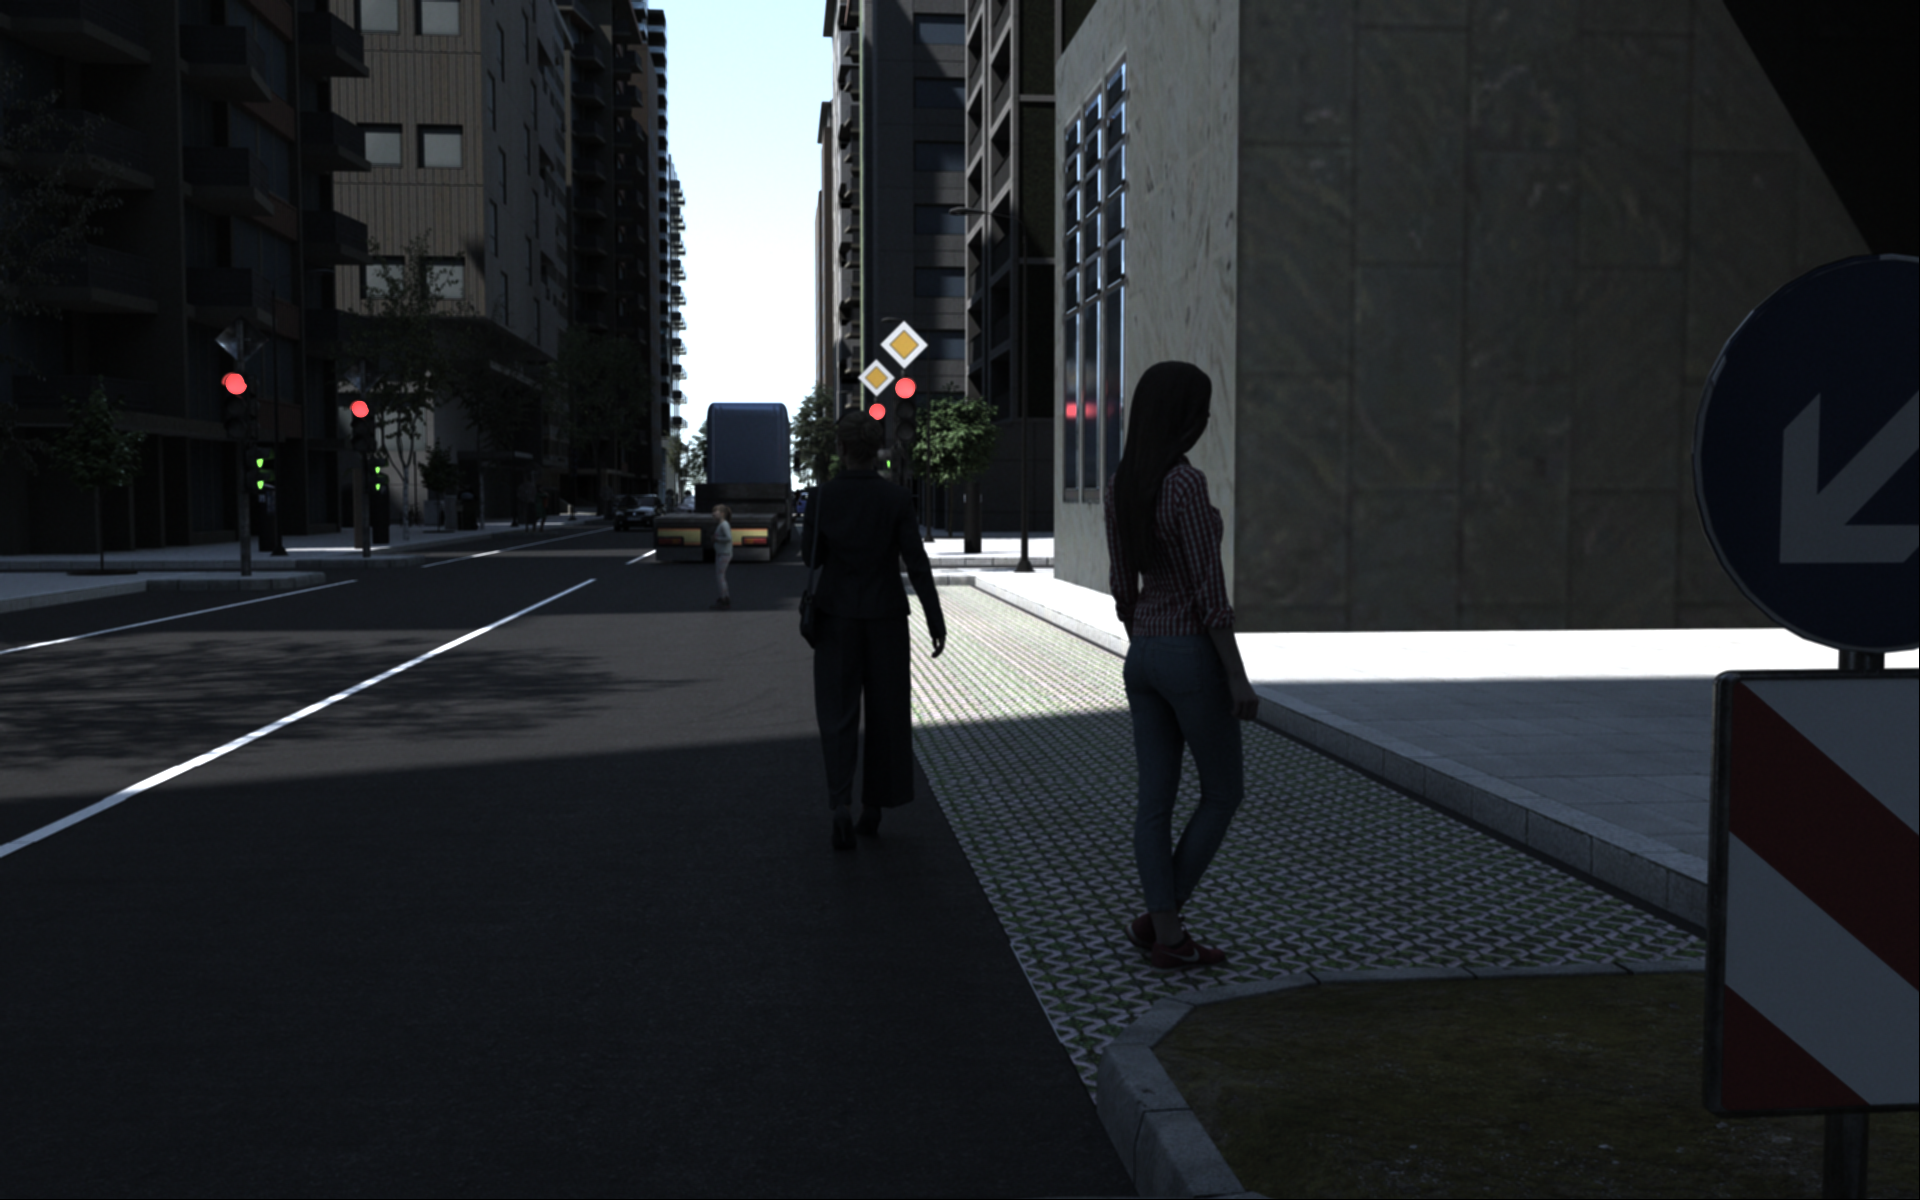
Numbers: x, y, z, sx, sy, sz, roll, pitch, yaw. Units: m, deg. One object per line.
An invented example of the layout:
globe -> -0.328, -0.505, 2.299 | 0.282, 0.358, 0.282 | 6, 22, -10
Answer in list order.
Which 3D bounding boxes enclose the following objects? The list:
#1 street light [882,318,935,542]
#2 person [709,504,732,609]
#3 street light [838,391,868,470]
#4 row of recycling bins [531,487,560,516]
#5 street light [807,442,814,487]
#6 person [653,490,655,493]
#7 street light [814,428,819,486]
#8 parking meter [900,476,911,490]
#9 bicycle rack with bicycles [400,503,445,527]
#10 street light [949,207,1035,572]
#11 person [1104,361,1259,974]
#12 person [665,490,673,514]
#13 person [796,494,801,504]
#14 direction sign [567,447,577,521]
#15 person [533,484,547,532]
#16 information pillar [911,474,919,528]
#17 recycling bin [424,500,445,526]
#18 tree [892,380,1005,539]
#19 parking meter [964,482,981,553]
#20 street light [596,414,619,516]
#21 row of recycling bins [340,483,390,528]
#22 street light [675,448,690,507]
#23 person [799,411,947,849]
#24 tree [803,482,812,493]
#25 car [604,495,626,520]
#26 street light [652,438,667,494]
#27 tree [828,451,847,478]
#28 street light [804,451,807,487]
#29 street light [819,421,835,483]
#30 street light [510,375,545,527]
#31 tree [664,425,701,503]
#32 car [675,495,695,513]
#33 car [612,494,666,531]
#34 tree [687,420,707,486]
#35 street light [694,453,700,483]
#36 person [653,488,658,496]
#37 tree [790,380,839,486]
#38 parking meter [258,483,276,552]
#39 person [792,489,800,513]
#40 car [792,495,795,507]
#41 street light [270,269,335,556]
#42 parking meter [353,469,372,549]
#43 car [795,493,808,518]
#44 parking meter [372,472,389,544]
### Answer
street light -> -1.370, -4.485, 45.876 | 1.470, 5.913, 1.316 | 0, 4, -6
person -> -3.008, -0.549, 21.761 | 0.394, 1.301, 0.425 | -3, 5, -41
street light -> -4.714, -6.472, 78.351 | 1.470, 5.913, 1.316 | 0, 4, -6
row of recycling bins -> -24.880, -5.933, 104.118 | 1.069, 1.692, 3.534 | 0, 4, 5
street light -> -12.664, -11.122, 154.383 | 1.470, 5.913, 1.316 | 0, 4, -6
person -> -22.060, -7.130, 125.795 | 0.721, 1.735, 1.217 | 0, 4, 3
street light -> -9.421, -9.179, 122.617 | 1.470, 5.913, 1.316 | 0, 4, -6
parking meter -> -1.844, -3.170, 57.546 | 0.255, 1.863, 0.399 | 3, 4, 39
bicycle rack with bicycles -> -20.673, -3.335, 67.906 | 2.852, 0.926, 2.925 | 0, 4, -6
street light -> 0.523, -3.409, 28.271 | 1.470, 5.913, 1.316 | 0, 4, -6
person -> 0.669, 0.204, 5.168 | 0.388, 1.821, 0.555 | -3, 5, -41
person -> -17.868, -5.935, 106.548 | 0.522, 1.701, 0.512 | 0, 4, 7
person -> -11.349, -6.814, 123.162 | 0.557, 1.426, 1.065 | 1, 4, 18
direction sign -> -19.245, -5.758, 86.141 | 0.379, 3.537, 0.876 | 1, 4, 13
person -> -15.049, -3.251, 61.900 | 0.529, 1.795, 0.600 | -1, 4, -21
information pillar -> -1.680, -3.700, 64.984 | 0.304, 2.012, 0.304 | 0, 4, -1
recycling bin -> -21.203, -3.512, 69.972 | 0.722, 1.027, 0.722 | 0, 4, 0
tree -> -0.348, -4.059, 50.078 | 4.285, 4.588, 4.351 | 0, 3, 0
parking meter -> 0.279, -1.790, 37.684 | 0.372, 1.533, 0.369 | 0, 3, 0
street light -> -20.347, -7.788, 99.883 | 1.470, 5.913, 1.316 | 0, 4, -6
row of recycling bins -> -23.294, -3.703, 67.662 | 1.069, 1.692, 3.534 | 0, 4, 4
street light -> -28.181, -12.387, 175.073 | 1.470, 5.913, 1.316 | 0, 4, -6
person -> -0.377, 0.110, 7.125 | 0.576, 1.772, 0.534 | -1, 4, -21
tree -> -20.451, -14.618, 233.606 | 1.663, 3.219, 1.824 | 0, 3, 0
car -> -17.608, -4.806, 90.579 | 2.014, 1.417, 4.499 | 0, 4, -7
street light -> -24.895, -10.445, 143.311 | 1.470, 5.913, 1.316 | 0, 4, -6
tree -> -7.056, -7.987, 114.298 | 4.285, 4.588, 4.351 | 0, 3, 0
street light -> -16.005, -13.089, 186.542 | 1.470, 5.913, 1.316 | 0, 4, -6
street light -> -8.031, -8.414, 110.109 | 1.470, 5.913, 1.316 | 0, 4, -6
street light -> -16.889, -5.817, 67.646 | 1.470, 5.913, 1.316 | 0, 4, -6
tree -> -29.912, -14.371, 185.333 | 4.737, 8.622, 4.395 | 0, 3, 0
car -> -14.183, -4.929, 92.945 | 2.083, 1.381, 4.827 | 0, 4, -5
car -> -12.574, -3.565, 68.077 | 2.009, 1.686, 4.222 | 0, 4, -4
tree -> -37.639, -21.046, 262.229 | 7.486, 12.596, 7.792 | 0, 3, 0
street light -> -30.098, -13.518, 193.566 | 1.470, 5.913, 1.316 | 0, 4, -6
person -> -18.419, -5.764, 102.960 | 1.509, 1.804, 0.699 | -3, 5, -40
tree -> -15.093, -17.645, 195.150 | 9.857, 13.997, 8.962 | 0, 3, 0
parking meter -> -15.452, -1.848, 38.620 | 0.372, 1.533, 0.369 | 0, 3, 0
person -> -12.369, -7.558, 132.030 | 1.348, 1.831, 0.705 | 1, 4, 14
car -> -16.156, -9.856, 173.142 | 2.014, 1.417, 4.499 | 0, 4, -7
street light -> -13.613, -3.874, 35.883 | 1.470, 5.913, 1.316 | 0, 4, -6
parking meter -> -14.092, -2.142, 40.735 | 0.255, 1.863, 0.399 | 0, 4, -6
car -> -9.197, -5.930, 106.548 | 1.945, 1.707, 3.694 | 0, 4, -5
parking meter -> -14.898, -2.374, 44.524 | 0.255, 1.863, 0.399 | 2, 4, 27
